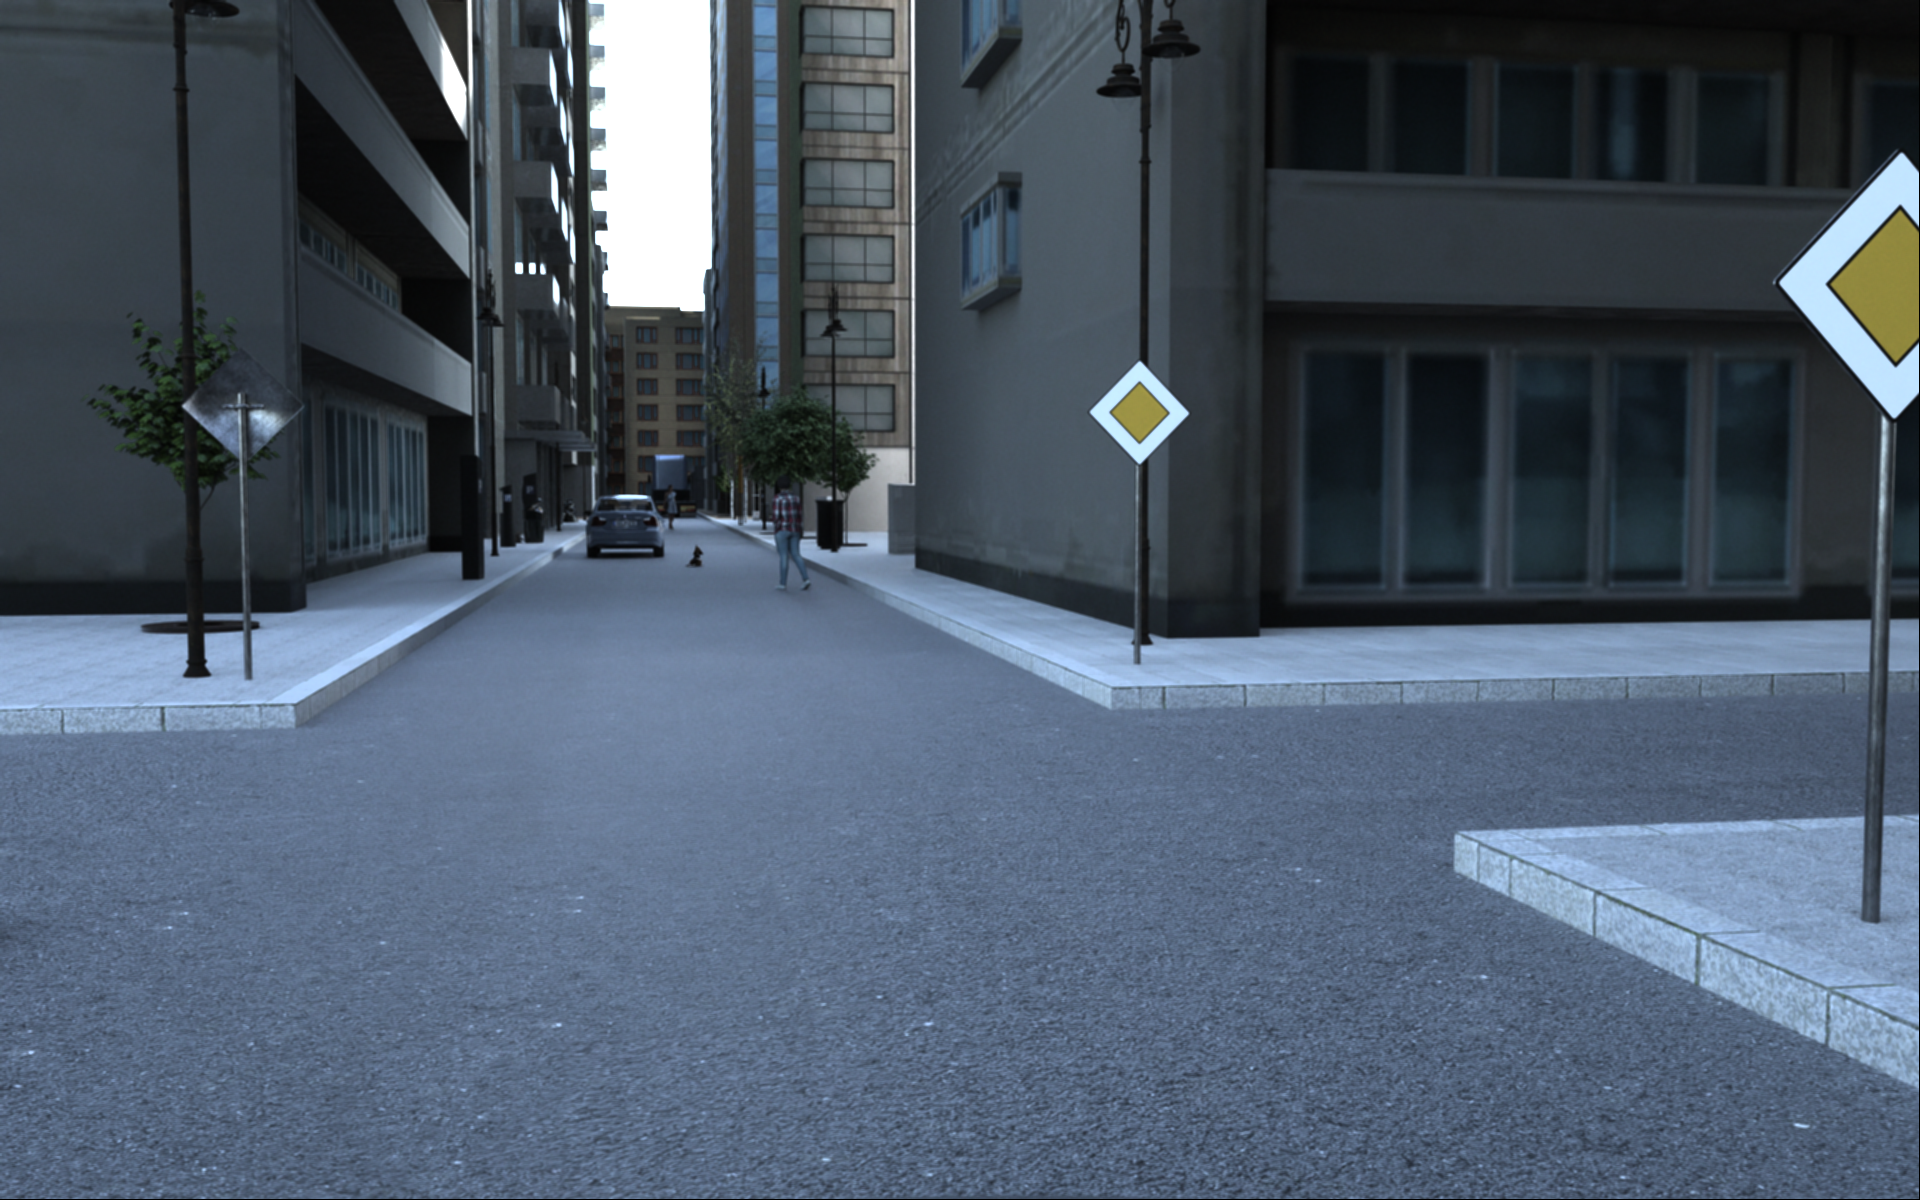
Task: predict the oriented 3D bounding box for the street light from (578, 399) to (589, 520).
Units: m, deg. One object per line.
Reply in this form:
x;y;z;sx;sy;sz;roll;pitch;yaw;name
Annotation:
-18.246;-6.805;84.047;0.468;5.910;1.993;-1;4;-10;street light

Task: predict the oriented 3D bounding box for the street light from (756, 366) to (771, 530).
-7.076;-5.485;62.473;0.468;5.910;1.993;-1;4;-10;street light

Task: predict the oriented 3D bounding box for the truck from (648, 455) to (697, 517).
-18.891;-7.581;113.701;2.967;4.110;18.799;-1;4;-11;truck

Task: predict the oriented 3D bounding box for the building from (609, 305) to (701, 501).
-40.427;-20.544;180.927;28.899;21.520;27.650;-1;4;-10;building

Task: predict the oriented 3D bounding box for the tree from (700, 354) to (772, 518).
-11.971;-8.666;92.058;4.737;8.622;4.395;0;3;0;tree

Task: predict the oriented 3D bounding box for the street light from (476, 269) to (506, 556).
-9.640;-3.849;35.716;0.468;5.910;1.993;-1;4;-10;street light

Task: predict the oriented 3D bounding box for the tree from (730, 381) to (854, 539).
-4.695;-4.063;50.151;4.285;4.588;4.351;0;3;0;tree

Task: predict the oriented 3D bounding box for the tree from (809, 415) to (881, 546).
-2.944;-2.948;42.798;1.663;3.219;1.824;0;3;0;tree

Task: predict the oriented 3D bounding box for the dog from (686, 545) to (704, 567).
-5.312;-0.870;34.413;0.550;0.427;0.748;3;4;36;dog

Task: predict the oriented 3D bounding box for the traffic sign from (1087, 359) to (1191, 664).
1.334;-0.572;12.998;0.795;2.450;0.064;-1;4;-10;traffic sign

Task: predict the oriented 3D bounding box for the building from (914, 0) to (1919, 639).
10.319;-24.617;26.190;21.600;48.544;21.300;-1;4;-10;building

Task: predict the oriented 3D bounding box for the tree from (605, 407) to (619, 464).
-28.262;-11.209;133.630;4.360;8.622;3.978;0;3;0;tree

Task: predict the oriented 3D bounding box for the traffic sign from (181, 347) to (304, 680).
-4.916;-0.506;11.912;0.795;2.450;0.064;-1;4;-10;traffic sign

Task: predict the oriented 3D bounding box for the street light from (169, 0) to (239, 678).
-5.368;-2.399;12.007;0.468;5.910;1.993;-1;4;-10;street light

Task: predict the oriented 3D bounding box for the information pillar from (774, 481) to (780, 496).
-6.636;-3.607;63.460;0.304;2.012;0.304;1;4;14;information pillar

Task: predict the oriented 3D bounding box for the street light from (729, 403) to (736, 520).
-11.300;-6.965;86.671;0.468;5.910;1.993;-1;4;-10;street light

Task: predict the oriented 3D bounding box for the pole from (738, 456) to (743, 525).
-9.053;-4.745;71.429;0.158;3.312;0.155;0;3;0;pole

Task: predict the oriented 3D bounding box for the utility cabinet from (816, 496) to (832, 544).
-3.541;-2.092;45.363;0.306;1.237;1.020;0;4;6;utility cabinet

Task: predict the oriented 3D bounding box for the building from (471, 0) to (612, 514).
-45.215;-32.195;145.994;30.456;49.044;23.786;-1;4;-10;building

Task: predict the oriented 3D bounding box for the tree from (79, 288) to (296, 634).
-7.058;-1.328;16.319;1.663;3.219;1.824;0;3;0;tree

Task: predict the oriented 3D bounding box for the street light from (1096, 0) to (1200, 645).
1.555;-2.557;14.603;0.468;5.910;1.993;-1;4;-10;street light

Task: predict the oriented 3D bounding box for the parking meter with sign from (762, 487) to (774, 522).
-8.324;-5.135;80.226;1.738;3.016;0.543;0;4;-4;parking meter with sign

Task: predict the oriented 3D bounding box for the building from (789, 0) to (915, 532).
0.417;-23.368;65.662;14.154;41.232;14.086;-1;4;-10;building

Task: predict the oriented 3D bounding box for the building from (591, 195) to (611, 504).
-37.383;-16.334;112.106;27.650;21.520;28.899;-1;4;-10;building

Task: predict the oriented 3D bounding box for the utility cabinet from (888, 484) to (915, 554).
-0.931;-1.723;36.852;1.173;1.500;0.318;-2;4;-27;utility cabinet

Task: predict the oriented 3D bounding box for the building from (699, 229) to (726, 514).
-4.851;-17.405;129.611;27.650;21.520;28.899;-1;4;-10;building

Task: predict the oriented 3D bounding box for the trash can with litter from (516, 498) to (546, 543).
-11.403;-2.079;45.382;1.055;1.170;0.624;0;4;0;trash can with litter

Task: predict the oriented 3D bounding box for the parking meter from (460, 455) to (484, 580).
-7.350;-1.248;26.108;0.255;1.863;0.399;0;4;-2;parking meter

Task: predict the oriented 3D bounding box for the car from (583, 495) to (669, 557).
-7.833;-1.750;40.618;2.014;1.417;4.499;-1;4;-10;car

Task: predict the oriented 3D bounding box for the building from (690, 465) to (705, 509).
-13.356;-43.635;151.683;20.563;71.187;20.611;-1;4;-10;building

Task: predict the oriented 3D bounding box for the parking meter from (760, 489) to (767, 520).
-9.826;-4.777;86.511;0.372;1.533;0.369;0;3;0;parking meter

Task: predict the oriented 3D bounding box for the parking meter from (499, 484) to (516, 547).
-10.981;-2.057;42.041;0.372;1.533;0.369;0;3;0;parking meter

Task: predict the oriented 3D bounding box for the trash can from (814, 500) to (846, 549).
-3.017;-1.753;40.315;0.748;1.137;0.748;0;3;0;trash can

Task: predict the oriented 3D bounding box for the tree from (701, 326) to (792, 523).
-9.297;-7.735;76.832;4.360;8.622;3.978;0;3;0;tree

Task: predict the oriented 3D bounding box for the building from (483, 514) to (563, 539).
-25.074;-26.887;59.203;23.786;49.044;30.456;-1;4;-10;building

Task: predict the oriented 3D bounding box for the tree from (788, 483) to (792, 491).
-8.346;-5.376;82.505;1.663;3.219;1.824;0;3;0;tree

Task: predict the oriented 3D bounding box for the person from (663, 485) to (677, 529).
-11.791;-3.777;70.344;0.616;1.811;0.778;-2;4;-24;person

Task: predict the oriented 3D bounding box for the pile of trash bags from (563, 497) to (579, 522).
-18.551;-4.248;79.213;1.912;1.369;3.447;-1;4;-19;pile of trash bags

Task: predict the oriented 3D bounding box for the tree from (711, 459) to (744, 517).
-13.074;-6.218;96.267;1.663;3.219;1.824;0;3;0;tree

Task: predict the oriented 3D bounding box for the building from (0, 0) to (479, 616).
-19.551;-24.587;25.702;21.300;48.544;21.600;-1;4;-10;building

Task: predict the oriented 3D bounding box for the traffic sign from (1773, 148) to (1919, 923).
2.731;-0.091;5.135;0.795;2.450;0.064;-1;4;-10;traffic sign

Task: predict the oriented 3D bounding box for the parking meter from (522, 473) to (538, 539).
-11.685;-2.532;47.104;0.399;1.863;0.255;0;4;-5;parking meter

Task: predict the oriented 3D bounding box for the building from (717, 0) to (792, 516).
-7.658;-27.916;106.543;14.600;45.320;14.200;-1;4;-10;building

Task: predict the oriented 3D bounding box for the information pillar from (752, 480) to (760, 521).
-9.888;-4.861;83.971;0.304;2.012;0.304;-1;4;-22;information pillar

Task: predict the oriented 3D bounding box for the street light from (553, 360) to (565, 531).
-13.869;-5.316;59.698;0.468;5.910;1.993;-1;4;-10;street light

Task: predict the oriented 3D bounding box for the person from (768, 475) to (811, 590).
-2.576;-1.017;25.964;0.563;1.720;0.643;-3;5;-42;person

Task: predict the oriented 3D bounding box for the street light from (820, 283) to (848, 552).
-2.776;-3.995;38.100;0.468;5.910;1.993;-1;4;-10;street light

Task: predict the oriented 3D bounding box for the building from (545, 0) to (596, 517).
-26.932;-19.583;91.885;14.160;30.474;14.107;-1;4;-10;building
